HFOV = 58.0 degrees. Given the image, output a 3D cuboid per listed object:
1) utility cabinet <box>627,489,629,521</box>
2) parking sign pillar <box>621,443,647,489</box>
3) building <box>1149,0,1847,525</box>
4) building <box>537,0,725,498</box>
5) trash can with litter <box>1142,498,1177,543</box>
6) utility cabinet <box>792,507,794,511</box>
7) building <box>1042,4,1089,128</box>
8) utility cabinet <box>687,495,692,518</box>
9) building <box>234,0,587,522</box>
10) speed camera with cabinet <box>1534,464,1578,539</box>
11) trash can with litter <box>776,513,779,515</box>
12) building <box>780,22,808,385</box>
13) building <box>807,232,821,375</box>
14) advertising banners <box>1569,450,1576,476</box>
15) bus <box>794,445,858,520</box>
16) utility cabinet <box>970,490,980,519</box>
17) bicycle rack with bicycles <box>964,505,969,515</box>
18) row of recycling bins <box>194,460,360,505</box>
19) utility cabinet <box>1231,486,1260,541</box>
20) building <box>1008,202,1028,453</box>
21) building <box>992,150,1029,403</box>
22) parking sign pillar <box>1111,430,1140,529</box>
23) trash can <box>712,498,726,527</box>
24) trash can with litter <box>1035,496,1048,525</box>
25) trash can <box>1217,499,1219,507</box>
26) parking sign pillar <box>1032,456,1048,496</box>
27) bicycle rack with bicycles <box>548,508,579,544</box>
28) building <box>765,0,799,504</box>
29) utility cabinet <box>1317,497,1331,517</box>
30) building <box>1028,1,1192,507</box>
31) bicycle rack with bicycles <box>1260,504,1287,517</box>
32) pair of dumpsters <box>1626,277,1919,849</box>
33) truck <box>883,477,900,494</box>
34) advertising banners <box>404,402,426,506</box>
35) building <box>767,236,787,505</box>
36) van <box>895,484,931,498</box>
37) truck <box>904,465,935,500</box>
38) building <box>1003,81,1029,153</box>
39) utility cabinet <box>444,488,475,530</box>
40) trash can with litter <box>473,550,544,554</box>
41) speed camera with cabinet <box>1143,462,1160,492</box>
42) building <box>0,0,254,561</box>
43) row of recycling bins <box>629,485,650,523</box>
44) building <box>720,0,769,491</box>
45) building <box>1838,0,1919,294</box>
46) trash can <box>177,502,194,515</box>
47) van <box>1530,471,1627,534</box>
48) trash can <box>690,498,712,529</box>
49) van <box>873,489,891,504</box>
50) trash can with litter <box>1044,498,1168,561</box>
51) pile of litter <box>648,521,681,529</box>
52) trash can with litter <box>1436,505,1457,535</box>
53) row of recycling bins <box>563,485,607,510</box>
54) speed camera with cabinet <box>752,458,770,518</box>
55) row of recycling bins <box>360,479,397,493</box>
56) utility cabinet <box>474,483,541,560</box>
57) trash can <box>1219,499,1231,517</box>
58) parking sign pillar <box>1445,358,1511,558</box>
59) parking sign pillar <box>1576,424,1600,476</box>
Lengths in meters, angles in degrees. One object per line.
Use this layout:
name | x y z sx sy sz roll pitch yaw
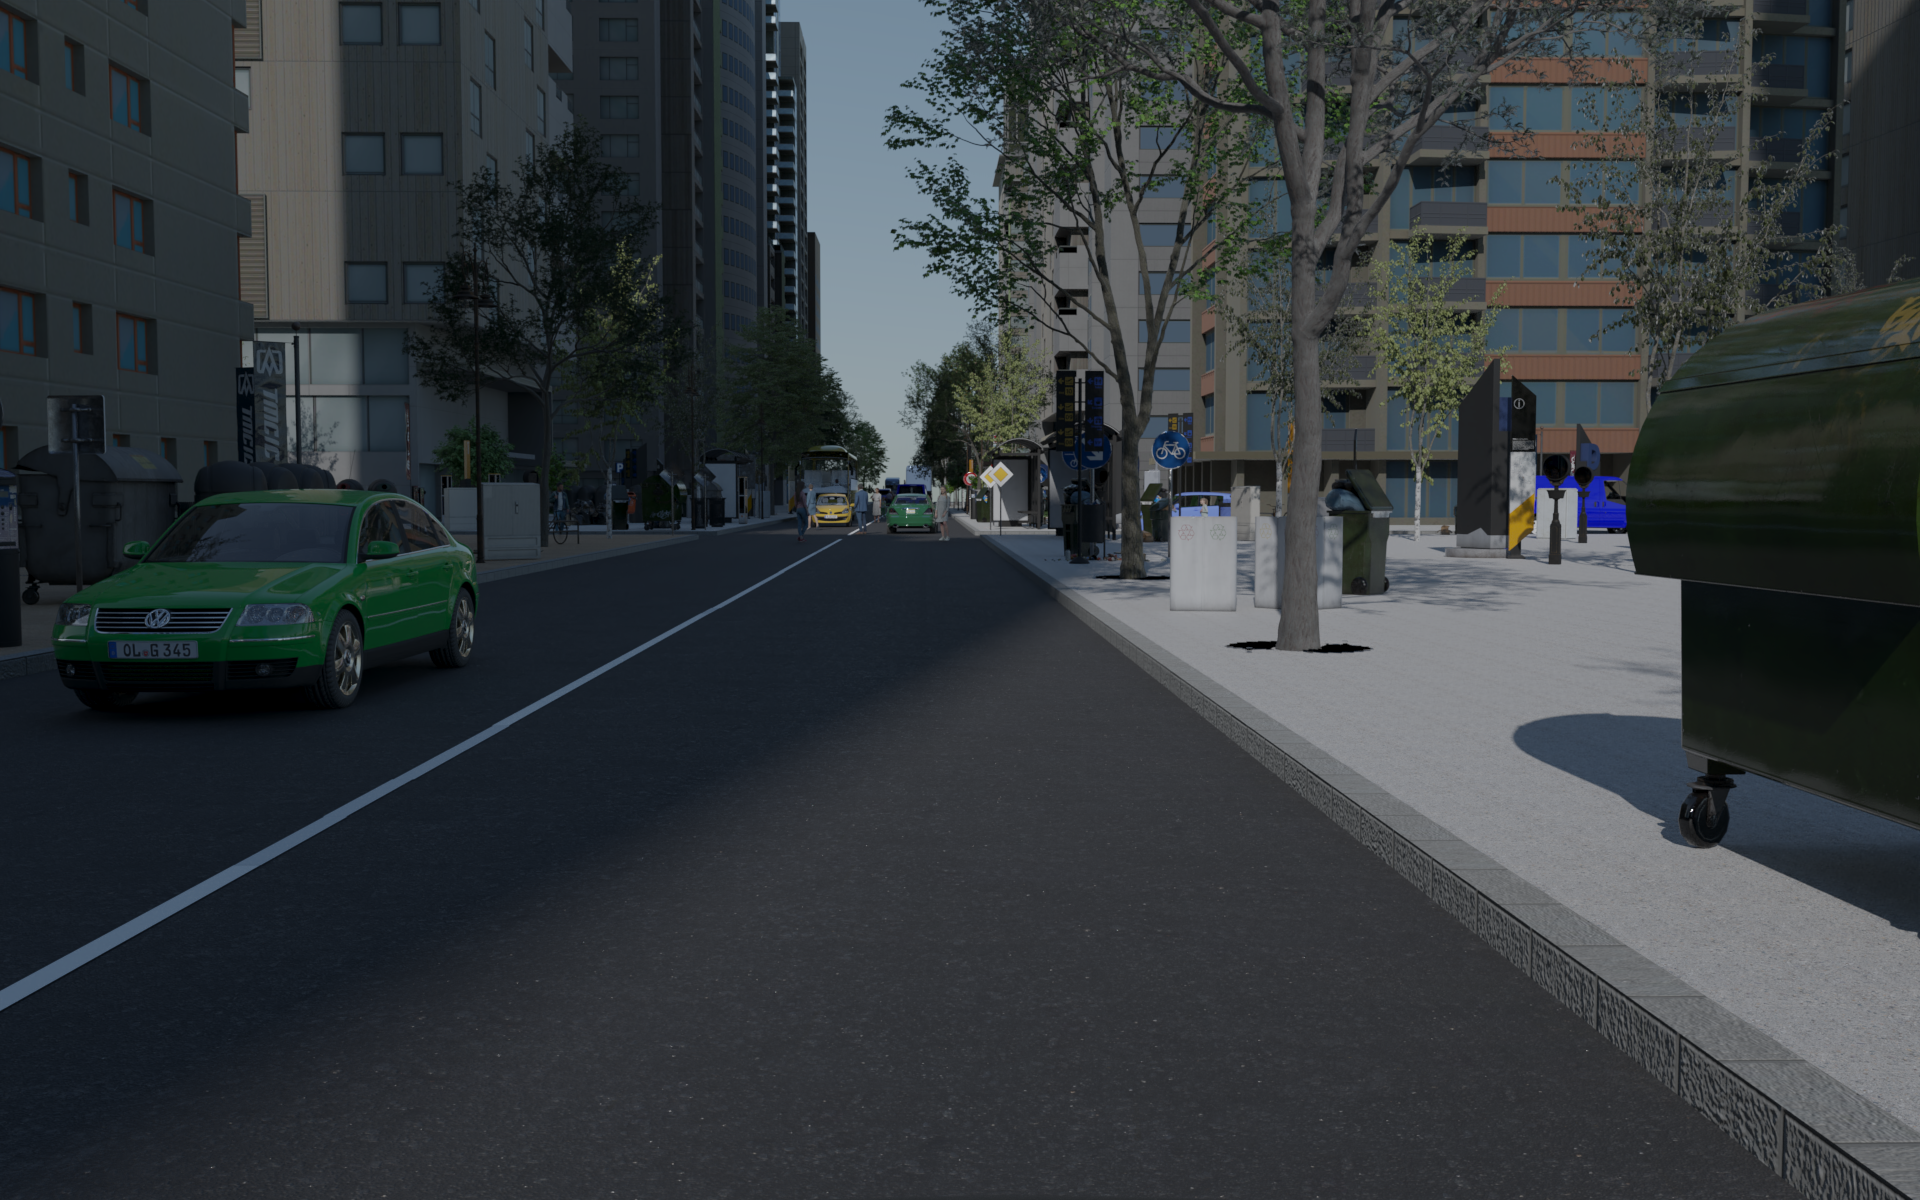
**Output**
utility cabinet | -16.149 -4.444 81.338 1.173 1.500 0.318 -1 4 -22
parking sign pillar | -17.048 -6.249 90.640 1.447 3.967 1.447 -2 4 -35
building | 23.707 -26.000 79.717 28.867 44.769 22.147 0 4 -1
building | -24.486 -26.808 121.897 14.154 41.232 14.086 0 4 -1
trash can with litter | 5.211 -2.124 46.116 1.055 1.170 0.624 -3 4 -37
utility cabinet | -12.131 -7.350 128.858 0.318 1.500 1.173 1 4 23
building | 21.901 -35.063 162.513 28.713 52.752 27.495 0 4 -1
utility cabinet | -14.091 -4.981 92.607 1.020 1.237 0.306 -1 4 -18
building | -34.710 -30.336 85.238 28.713 52.752 27.495 0 4 -1
speed camera with cabinet | 16.739 -3.396 49.862 0.660 3.252 2.038 -3 4 -38
trash can with litter | -11.801 -5.894 107.423 1.678 1.210 2.233 -1 4 -10
building | -31.906 -50.752 268.054 20.563 71.187 20.611 0 4 -1
building | -30.319 -38.908 286.254 14.600 45.320 14.200 0 4 -1
advertising banners | 23.960 -4.445 68.858 2.074 3.025 0.090 -3 5 -41
bus | -6.850 -6.102 91.307 2.896 3.916 12.252 0 4 -1
utility cabinet | 0.895 -4.879 88.453 0.318 1.500 1.173 -2 4 -28
bicycle rack with bicycles | 1.718 -5.727 107.025 2.925 0.926 2.852 0 4 -4
row of recycling bins | -9.000 -0.955 22.734 1.069 1.692 3.534 0 4 -2
utility cabinet | 7.817 -2.378 47.554 0.318 1.500 1.173 -1 4 -18
building | 13.660 -34.069 240.615 14.154 41.232 14.086 0 4 -1
building | 19.737 -41.104 261.284 28.713 52.752 27.495 0 4 -1
parking sign pillar | 5.857 -4.630 64.181 1.447 3.967 1.447 1 4 20
trash can | -9.413 -3.392 67.108 0.748 1.137 0.748 0 3 0
trash can with litter | 3.307 -3.757 72.821 0.624 1.170 1.055 1 4 19
trash can | 15.516 -5.884 107.850 0.748 1.137 0.748 0 3 0
parking sign pillar | 5.300 -7.596 112.663 1.447 3.967 1.447 -3 5 -41
bicycle rack with bicycles | -11.048 -1.859 43.777 2.852 0.926 2.925 1 4 14
building | -32.706 -56.781 241.047 22.319 86.520 31.000 0 4 -1
utility cabinet | 22.705 -5.974 108.839 1.020 1.237 0.306 0 4 5
building | 17.982 -39.637 190.061 21.231 58.520 28.212 0 4 -1
bicycle rack with bicycles | 11.884 -2.971 61.963 2.852 0.926 2.925 0 4 -4
pair of dumpsters | 3.271 -0.106 4.221 1.574 2.255 4.437 0 4 -1
truck | -10.794 -18.114 285.929 2.967 4.110 18.799 0 4 0
advertising banners | -10.684 -2.310 33.952 0.090 3.025 2.074 0 4 -8
building | -26.922 -25.727 192.337 14.160 30.474 14.107 0 4 -1
van | -2.924 -6.246 106.502 2.240 2.365 5.245 0 4 0
truck | -3.870 -10.203 156.583 2.967 4.110 18.799 0 3 0
building | 15.521 -51.787 284.961 20.563 71.187 20.611 0 4 -1
utility cabinet | -17.463 -3.173 60.563 0.318 1.500 1.173 3 4 37
trash can with litter | -9.764 -1.627 37.667 1.678 1.210 2.233 2 4 26
speed camera with cabinet | 7.423 -4.445 67.011 0.660 3.252 2.038 0 4 8
building | -31.365 -11.178 27.804 28.899 21.520 27.650 0 4 -1
row of recycling bins | -14.399 -4.342 78.096 1.069 1.692 3.534 0 4 -7
building | -30.679 -38.392 169.705 21.231 58.520 28.212 0 4 -1
building | 59.828 -30.177 82.626 27.495 52.752 28.713 0 4 -1
trash can | -14.254 -1.263 32.299 0.748 1.137 0.748 0 3 0
van | 20.548 -3.265 57.761 5.245 2.365 2.240 0 4 -2
trash can | -9.662 -3.216 64.227 0.748 1.137 0.748 0 3 0
van | -8.752 -11.799 197.298 2.240 2.365 5.245 0 4 -1
trash can with litter | 2.880 -1.365 33.376 2.233 1.210 1.678 2 4 25
pile of litter | -11.223 -3.099 64.638 1.719 0.858 1.176 3 4 36
trash can with litter | 15.534 -2.628 54.349 1.055 1.170 0.624 0 4 7
row of recycling bins | -17.183 -4.389 78.869 3.534 1.692 1.069 2 4 35
speed camera with cabinet | -10.854 -6.124 94.458 0.660 3.252 2.038 -1 4 -20
row of recycling bins | -17.095 -2.446 47.106 3.534 1.692 1.069 0 4 -5
utility cabinet | -8.755 -1.527 33.641 1.173 1.500 0.318 -3 5 -40
trash can | 15.015 -5.157 95.972 0.748 1.137 0.748 0 3 0
parking sign pillar | 10.634 -2.856 35.172 1.447 3.967 1.447 -1 4 -15
parking sign pillar | 24.173 -4.783 66.675 1.447 3.967 1.447 3 5 43
